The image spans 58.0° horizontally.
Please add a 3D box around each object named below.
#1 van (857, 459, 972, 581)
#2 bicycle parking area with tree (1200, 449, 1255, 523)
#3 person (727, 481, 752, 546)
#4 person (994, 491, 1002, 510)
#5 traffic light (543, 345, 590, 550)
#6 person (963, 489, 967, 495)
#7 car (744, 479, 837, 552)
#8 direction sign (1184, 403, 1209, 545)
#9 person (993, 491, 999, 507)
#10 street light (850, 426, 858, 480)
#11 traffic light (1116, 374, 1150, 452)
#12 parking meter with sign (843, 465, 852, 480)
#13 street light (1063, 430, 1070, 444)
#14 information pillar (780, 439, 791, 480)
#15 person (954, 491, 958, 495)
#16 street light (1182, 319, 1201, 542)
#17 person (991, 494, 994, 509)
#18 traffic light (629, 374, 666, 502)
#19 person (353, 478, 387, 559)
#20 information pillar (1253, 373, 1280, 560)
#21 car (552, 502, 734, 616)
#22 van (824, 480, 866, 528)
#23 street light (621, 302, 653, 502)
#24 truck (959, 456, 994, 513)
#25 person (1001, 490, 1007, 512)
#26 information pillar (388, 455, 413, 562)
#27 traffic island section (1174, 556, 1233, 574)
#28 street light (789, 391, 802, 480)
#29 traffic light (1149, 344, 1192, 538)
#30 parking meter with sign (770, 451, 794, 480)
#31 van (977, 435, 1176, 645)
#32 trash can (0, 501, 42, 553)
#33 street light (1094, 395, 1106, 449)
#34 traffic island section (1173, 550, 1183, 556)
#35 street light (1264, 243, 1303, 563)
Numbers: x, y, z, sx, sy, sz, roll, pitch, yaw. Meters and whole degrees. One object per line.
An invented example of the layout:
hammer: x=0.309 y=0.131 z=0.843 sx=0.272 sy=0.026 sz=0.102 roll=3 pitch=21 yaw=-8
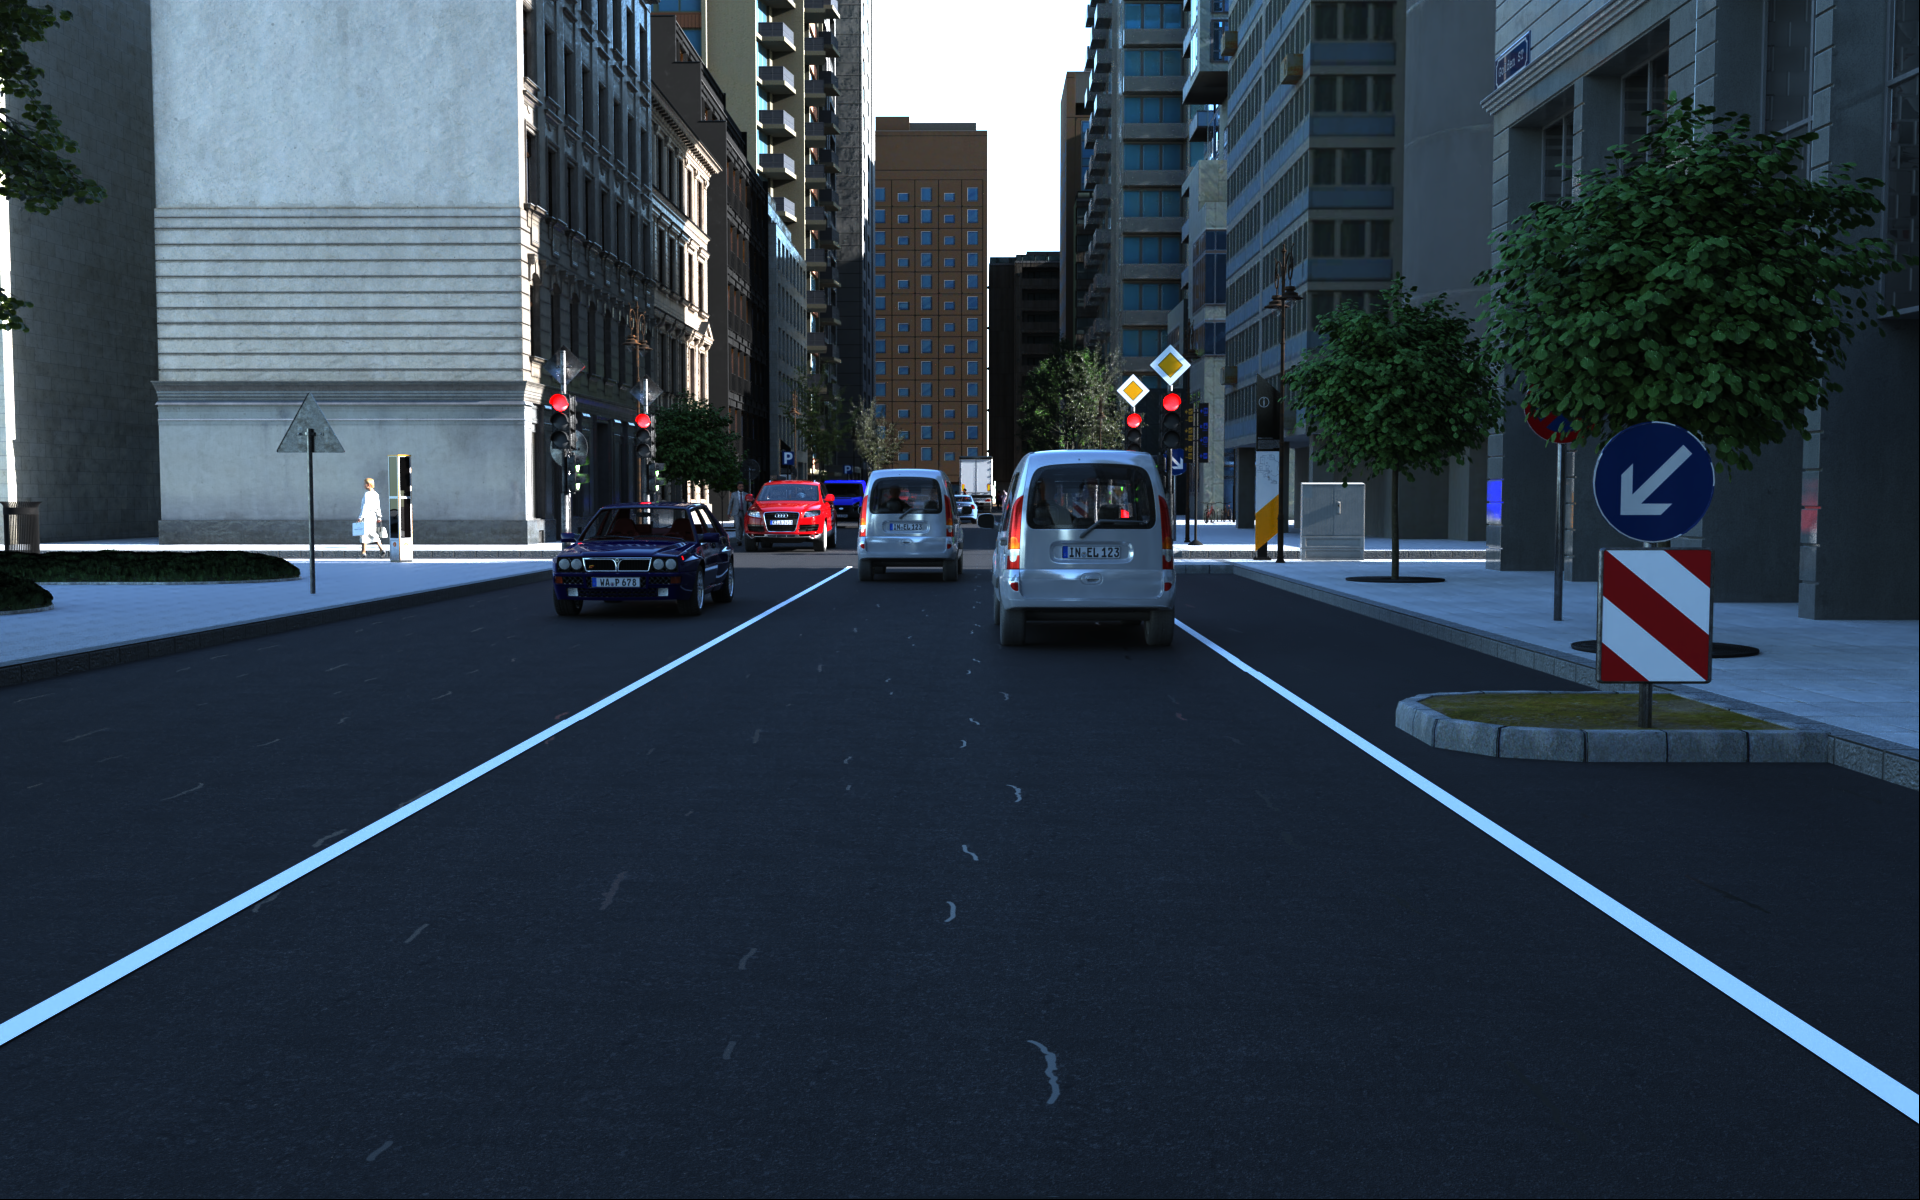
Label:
van: x=-0.809 y=-1.401 z=29.922 sx=2.013 sy=2.044 sz=4.112 roll=0 pitch=4 yaw=2
bicycle parking area with tree: x=14.981 y=-5.551 z=77.765 sx=8.231 sy=4.147 sz=9.016 roll=2 pitch=4 yaw=28
person: x=-6.115 y=-2.412 z=48.209 sx=0.678 sy=1.792 sz=0.850 roll=-1 pitch=4 yaw=-22
person: x=3.672 y=-9.094 z=157.863 sx=1.217 sy=1.739 sz=0.721 roll=-2 pitch=4 yaw=-25
traffic light: x=-7.445 y=-2.676 z=32.671 sx=0.839 sy=4.253 sz=0.868 roll=0 pitch=4 yaw=1
person: x=0.312 y=-7.182 z=125.893 sx=0.705 sy=1.831 sz=1.348 roll=-2 pitch=4 yaw=-28
car: x=-4.337 y=-2.213 z=44.858 sx=2.281 sy=1.827 sz=5.304 roll=0 pitch=4 yaw=1
direction sign: x=5.914 y=-3.142 z=43.377 sx=0.379 sy=3.537 sz=0.876 roll=-3 pitch=4 yaw=-36
person: x=4.127 y=-11.083 z=189.650 sx=0.705 sy=1.831 sz=1.348 roll=-2 pitch=4 yaw=-33
street light: x=-6.831 y=-8.490 z=111.594 sx=0.468 sy=5.910 sz=1.993 roll=0 pitch=4 yaw=1
traffic light: x=4.018 y=-3.156 z=40.527 sx=0.839 sy=4.253 sz=0.868 roll=0 pitch=4 yaw=1
parking meter with sign: x=-6.935 y=-6.635 z=104.743 sx=0.543 sy=3.016 sz=1.738 roll=-1 pitch=4 yaw=-14
street light: x=7.051 y=-8.716 z=115.290 sx=0.468 sy=5.910 sz=1.993 roll=0 pitch=4 yaw=1
information pillar: x=-7.399 y=-5.010 z=73.275 sx=0.504 sy=3.616 sz=0.183 roll=-2 pitch=4 yaw=-24
person: x=-0.422 y=-10.505 z=180.974 sx=1.217 sy=1.736 sz=0.721 roll=1 pitch=4 yaw=11
street light: x=6.032 y=-4.464 z=45.776 sx=0.468 sy=5.910 sz=1.993 roll=0 pitch=4 yaw=1
person: x=2.912 y=-9.134 z=161.056 sx=0.599 sy=1.433 sz=0.991 roll=0 pitch=4 yaw=-4
traffic light: x=-7.343 y=-3.164 z=40.656 sx=0.839 sy=4.253 sz=0.868 roll=0 pitch=4 yaw=1
person: x=-12.919 y=-1.779 z=37.944 sx=0.624 sy=1.780 sz=0.694 roll=2 pitch=4 yaw=29
information pillar: x=5.965 y=-2.583 z=33.592 sx=0.504 sy=3.616 sz=0.183 roll=0 pitch=4 yaw=7
car: x=-3.896 y=-0.556 z=21.664 sx=1.945 sy=1.354 sz=3.894 roll=0 pitch=4 yaw=1
van: x=-4.999 y=-4.315 z=74.933 sx=2.240 sy=2.365 sz=5.245 roll=0 pitch=4 yaw=-1
street light: x=-7.749 y=-4.216 z=41.726 sx=0.468 sy=5.910 sz=1.993 roll=0 pitch=4 yaw=1
truck: x=1.248 y=-8.852 z=133.649 sx=2.839 sy=4.237 sz=11.283 roll=0 pitch=4 yaw=1
person: x=3.256 y=-7.225 z=127.293 sx=0.551 sy=1.740 sz=0.621 roll=2 pitch=4 yaw=32
information pillar: x=-10.530 y=-1.718 z=32.588 sx=0.304 sy=2.012 sz=0.304 roll=2 pitch=4 yaw=34
traffic island section: x=3.956 y=-0.635 z=32.656 sx=2.009 sy=0.180 sz=2.903 roll=0 pitch=4 yaw=1
street light: x=-7.280 y=-6.346 z=76.544 sx=0.468 sy=5.910 sz=1.993 roll=0 pitch=4 yaw=1
traffic light: x=3.916 y=-2.668 z=32.543 sx=0.839 sy=4.253 sz=0.868 roll=0 pitch=4 yaw=1
parking meter with sign: x=-7.486 y=-4.605 z=71.551 sx=0.543 sy=3.016 sz=1.738 roll=-2 pitch=4 yaw=-32
van: x=1.191 y=-0.657 z=17.754 sx=2.013 sy=2.044 sz=4.112 roll=0 pitch=4 yaw=0
trash can: x=-18.103 y=-1.331 z=33.414 sx=0.748 sy=1.137 sz=0.748 roll=0 pitch=3 yaw=0
street light: x=6.518 y=-6.597 z=80.646 sx=0.468 sy=5.910 sz=1.993 roll=0 pitch=4 yaw=1
traffic island section: x=4.058 y=-1.123 z=40.640 sx=2.009 sy=0.180 sz=2.903 roll=0 pitch=4 yaw=1
street light: x=5.979 y=-3.631 z=32.152 sx=0.468 sy=5.910 sz=1.993 roll=0 pitch=4 yaw=1
